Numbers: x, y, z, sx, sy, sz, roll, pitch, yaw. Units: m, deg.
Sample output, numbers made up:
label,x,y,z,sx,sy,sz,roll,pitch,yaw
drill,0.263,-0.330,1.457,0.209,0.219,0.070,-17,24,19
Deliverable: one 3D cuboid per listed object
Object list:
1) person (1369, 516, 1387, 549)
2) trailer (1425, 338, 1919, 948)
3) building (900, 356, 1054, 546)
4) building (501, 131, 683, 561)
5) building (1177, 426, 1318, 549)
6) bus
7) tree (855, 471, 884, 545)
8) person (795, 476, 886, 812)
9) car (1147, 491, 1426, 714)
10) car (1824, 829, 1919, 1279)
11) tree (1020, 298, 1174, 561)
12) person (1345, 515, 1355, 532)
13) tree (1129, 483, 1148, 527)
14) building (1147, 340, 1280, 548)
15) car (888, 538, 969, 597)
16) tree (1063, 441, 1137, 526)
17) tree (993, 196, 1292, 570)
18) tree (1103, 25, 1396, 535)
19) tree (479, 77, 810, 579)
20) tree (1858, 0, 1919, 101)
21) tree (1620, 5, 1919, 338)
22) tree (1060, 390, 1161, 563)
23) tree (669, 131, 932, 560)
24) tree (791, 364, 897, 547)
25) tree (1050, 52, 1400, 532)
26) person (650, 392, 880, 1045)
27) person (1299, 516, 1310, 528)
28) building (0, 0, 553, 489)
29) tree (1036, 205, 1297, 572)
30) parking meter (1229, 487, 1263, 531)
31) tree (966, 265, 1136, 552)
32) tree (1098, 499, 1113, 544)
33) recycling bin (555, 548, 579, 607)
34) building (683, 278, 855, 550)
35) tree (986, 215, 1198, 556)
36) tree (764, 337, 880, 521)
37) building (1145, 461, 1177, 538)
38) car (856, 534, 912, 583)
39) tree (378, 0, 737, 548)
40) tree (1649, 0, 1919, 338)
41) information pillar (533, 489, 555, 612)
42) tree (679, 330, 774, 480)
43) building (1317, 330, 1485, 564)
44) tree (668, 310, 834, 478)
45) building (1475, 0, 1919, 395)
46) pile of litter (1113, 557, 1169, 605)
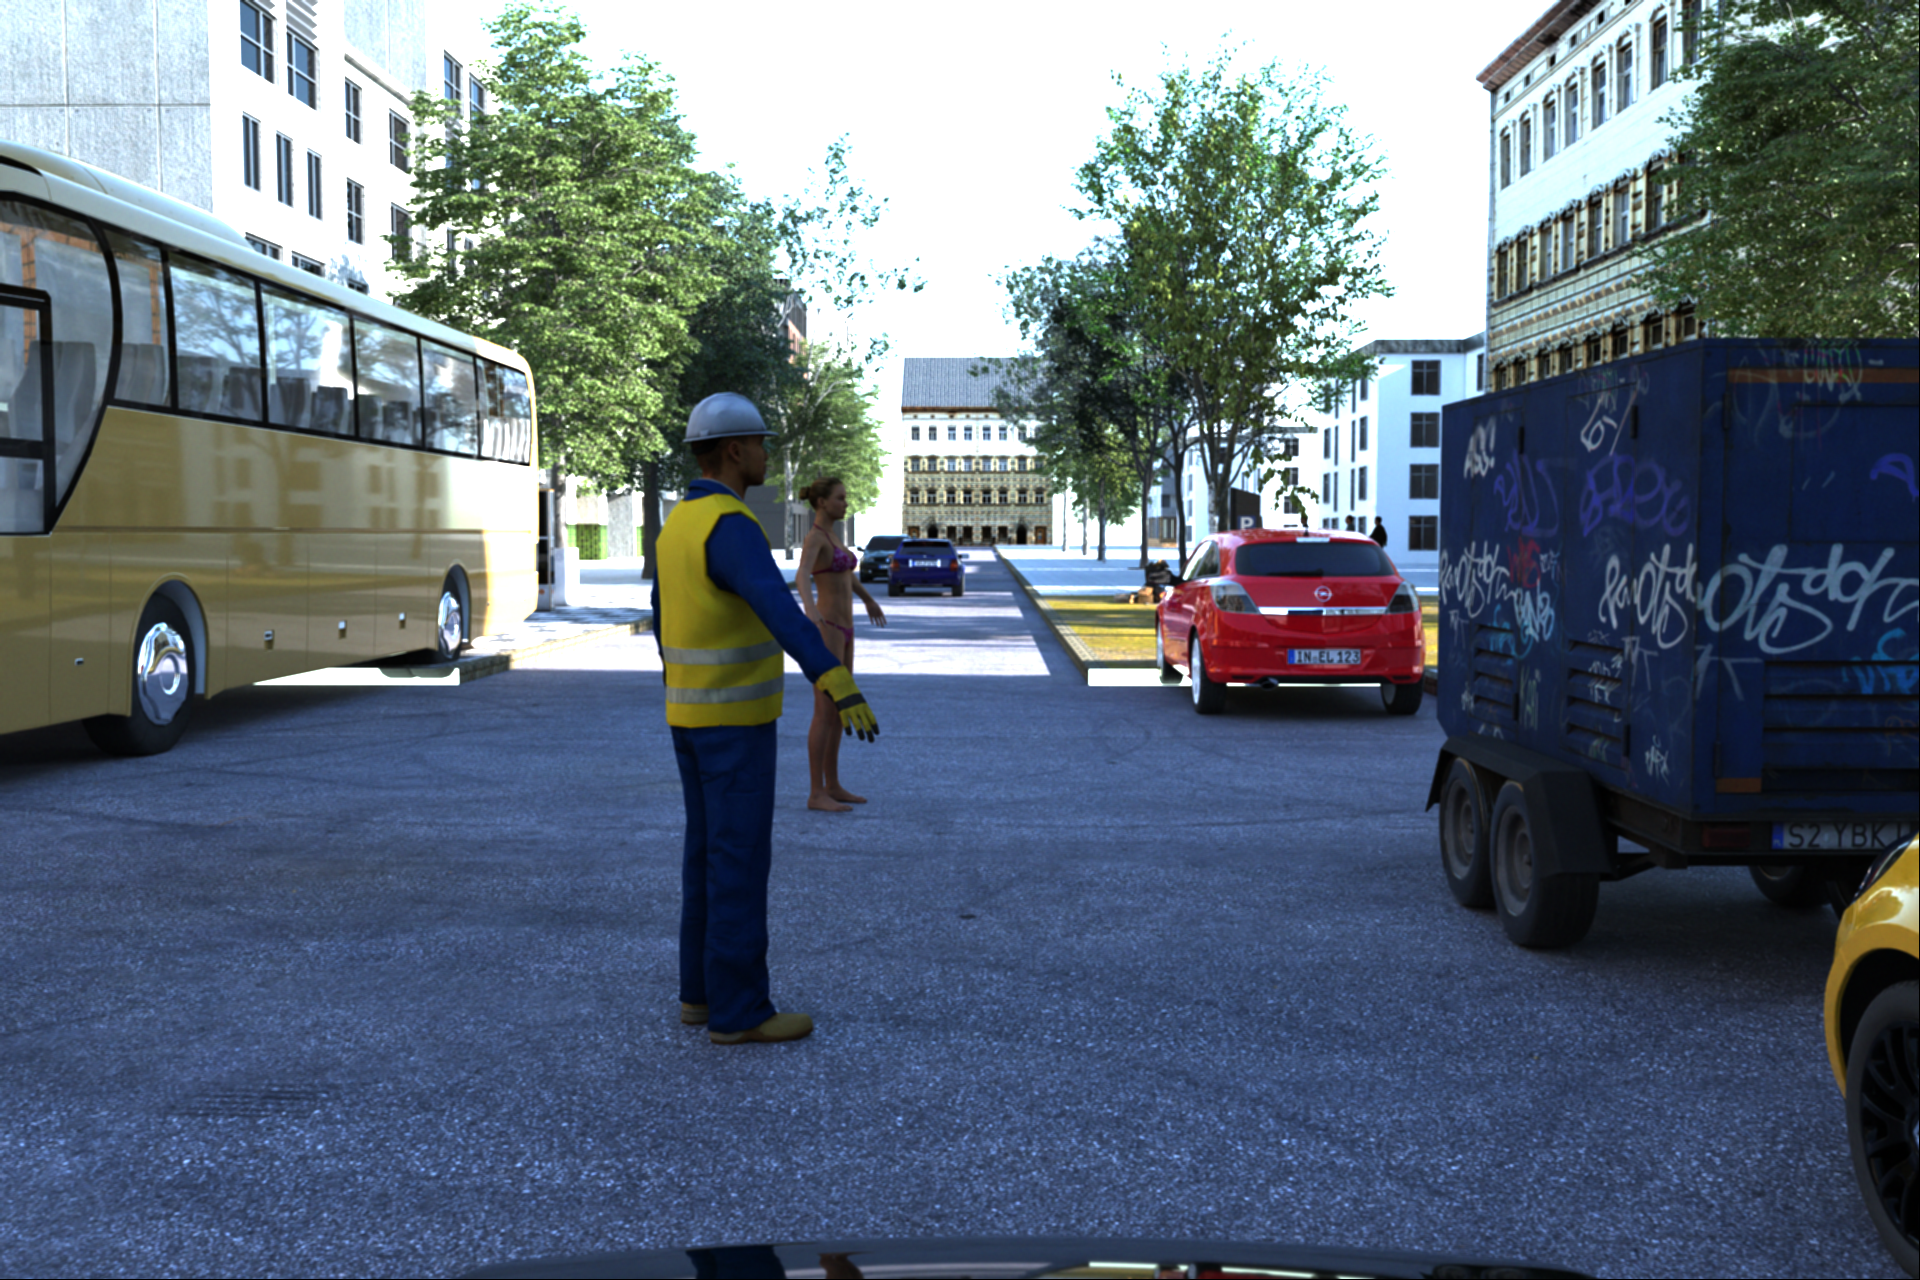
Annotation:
label,x,y,z,sx,sy,sz,roll,pitch,yaw
person,12.520,-2.806,52.008,0.704,1.812,1.346,3,5,41
trailer,2.622,0.002,7.024,1.471,1.999,3.904,0,4,0
building,2.100,-23.225,213.110,18.063,23.208,19.493,0,4,0
building,-25.745,-13.806,92.179,16.747,18.905,31.486,0,4,0
building,24.551,-12.614,148.388,9.099,9.664,28.070,0,4,1
bus,-6.319,-1.400,14.441,2.896,3.916,12.252,0,4,1
tree,-13.164,-17.339,209.255,9.928,11.665,9.643,0,3,0
person,-0.607,0.011,9.075,0.721,1.733,1.217,1,4,13
car,2.775,-0.380,15.256,2.155,1.783,4.494,0,4,1
car,2.634,0.498,2.088,2.015,1.641,3.980,0,4,1
tree,6.594,-10.148,84.050,7.486,12.596,7.792,0,3,0
person,10.554,-2.495,47.069,0.705,1.796,1.348,2,4,24
tree,23.291,-16.116,213.852,4.360,8.622,3.978,0,3,0
building,24.159,-19.541,175.920,16.016,20.090,11.380,0,4,1
car,-0.765,-1.735,40.942,1.945,1.354,3.894,0,4,1
tree,17.052,-18.353,206.729,9.857,13.997,8.962,0,3,0
tree,6.705,-9.307,62.532,12.009,13.543,11.850,0,3,0
tree,3.914,-4.604,25.637,4.737,8.622,4.395,0,3,0
tree,-8.714,-8.716,49.156,9.857,13.997,8.962,0,3,0
tree,8.424,-6.061,9.460,12.009,13.543,11.850,0,3,0
tree,17.258,-6.675,34.890,9.928,11.665,9.643,0,3,0
tree,6.610,-7.698,76.226,4.737,8.622,4.395,0,3,0
tree,-7.771,-13.871,82.679,12.611,20.169,13.585,0,3,0
tree,-7.937,-12.080,115.630,7.486,12.596,7.792,0,3,0
tree,5.856,-6.908,38.695,9.928,11.665,9.643,0,3,0
person,-0.642,0.210,4.989,0.705,1.833,1.349,-2,4,-30
person,9.467,-2.561,47.810,0.705,1.837,1.347,-1,4,-9
building,-25.572,-11.623,56.497,16.747,18.905,31.486,0,4,1
tree,6.122,-7.027,49.307,7.601,10.594,8.767,2,4,25
parking meter,3.574,-0.975,21.657,0.399,1.863,0.255,0,4,1
tree,6.823,-16.283,122.108,12.611,20.169,13.585,0,3,0
tree,18.753,-16.114,213.819,4.360,8.622,3.978,0,3,0
recycling bin,-7.257,-1.125,30.950,0.722,1.027,0.722,0,4,2
building,-24.283,-19.002,154.661,27.936,21.610,32.646,0,3,0
tree,8.179,-14.947,100.279,12.611,20.169,13.585,0,3,0
tree,-8.318,-11.167,100.715,7.486,12.596,7.792,0,3,0
building,25.615,-20.582,192.943,16.016,20.090,11.380,0,4,1
car,-2.085,-2.596,52.230,2.009,1.686,4.222,0,4,0
tree,-8.778,-7.310,37.650,7.486,12.596,7.792,0,3,0
tree,13.604,-6.498,24.370,7.486,12.596,7.792,0,3,0
information pillar,-6.857,-1.468,28.500,0.304,2.012,0.304,0,4,2
tree,-9.346,-6.815,61.794,4.360,8.622,3.978,0,3,0
building,22.387,-8.102,74.609,9.099,9.664,28.070,0,4,1
tree,-8.707,-8.266,69.567,8.767,10.594,7.601,1,4,19
building,26.615,-13.293,48.266,19.493,23.208,18.063,0,4,1
pile of litter,3.433,-1.118,32.237,1.176,0.858,1.719,0,4,1
